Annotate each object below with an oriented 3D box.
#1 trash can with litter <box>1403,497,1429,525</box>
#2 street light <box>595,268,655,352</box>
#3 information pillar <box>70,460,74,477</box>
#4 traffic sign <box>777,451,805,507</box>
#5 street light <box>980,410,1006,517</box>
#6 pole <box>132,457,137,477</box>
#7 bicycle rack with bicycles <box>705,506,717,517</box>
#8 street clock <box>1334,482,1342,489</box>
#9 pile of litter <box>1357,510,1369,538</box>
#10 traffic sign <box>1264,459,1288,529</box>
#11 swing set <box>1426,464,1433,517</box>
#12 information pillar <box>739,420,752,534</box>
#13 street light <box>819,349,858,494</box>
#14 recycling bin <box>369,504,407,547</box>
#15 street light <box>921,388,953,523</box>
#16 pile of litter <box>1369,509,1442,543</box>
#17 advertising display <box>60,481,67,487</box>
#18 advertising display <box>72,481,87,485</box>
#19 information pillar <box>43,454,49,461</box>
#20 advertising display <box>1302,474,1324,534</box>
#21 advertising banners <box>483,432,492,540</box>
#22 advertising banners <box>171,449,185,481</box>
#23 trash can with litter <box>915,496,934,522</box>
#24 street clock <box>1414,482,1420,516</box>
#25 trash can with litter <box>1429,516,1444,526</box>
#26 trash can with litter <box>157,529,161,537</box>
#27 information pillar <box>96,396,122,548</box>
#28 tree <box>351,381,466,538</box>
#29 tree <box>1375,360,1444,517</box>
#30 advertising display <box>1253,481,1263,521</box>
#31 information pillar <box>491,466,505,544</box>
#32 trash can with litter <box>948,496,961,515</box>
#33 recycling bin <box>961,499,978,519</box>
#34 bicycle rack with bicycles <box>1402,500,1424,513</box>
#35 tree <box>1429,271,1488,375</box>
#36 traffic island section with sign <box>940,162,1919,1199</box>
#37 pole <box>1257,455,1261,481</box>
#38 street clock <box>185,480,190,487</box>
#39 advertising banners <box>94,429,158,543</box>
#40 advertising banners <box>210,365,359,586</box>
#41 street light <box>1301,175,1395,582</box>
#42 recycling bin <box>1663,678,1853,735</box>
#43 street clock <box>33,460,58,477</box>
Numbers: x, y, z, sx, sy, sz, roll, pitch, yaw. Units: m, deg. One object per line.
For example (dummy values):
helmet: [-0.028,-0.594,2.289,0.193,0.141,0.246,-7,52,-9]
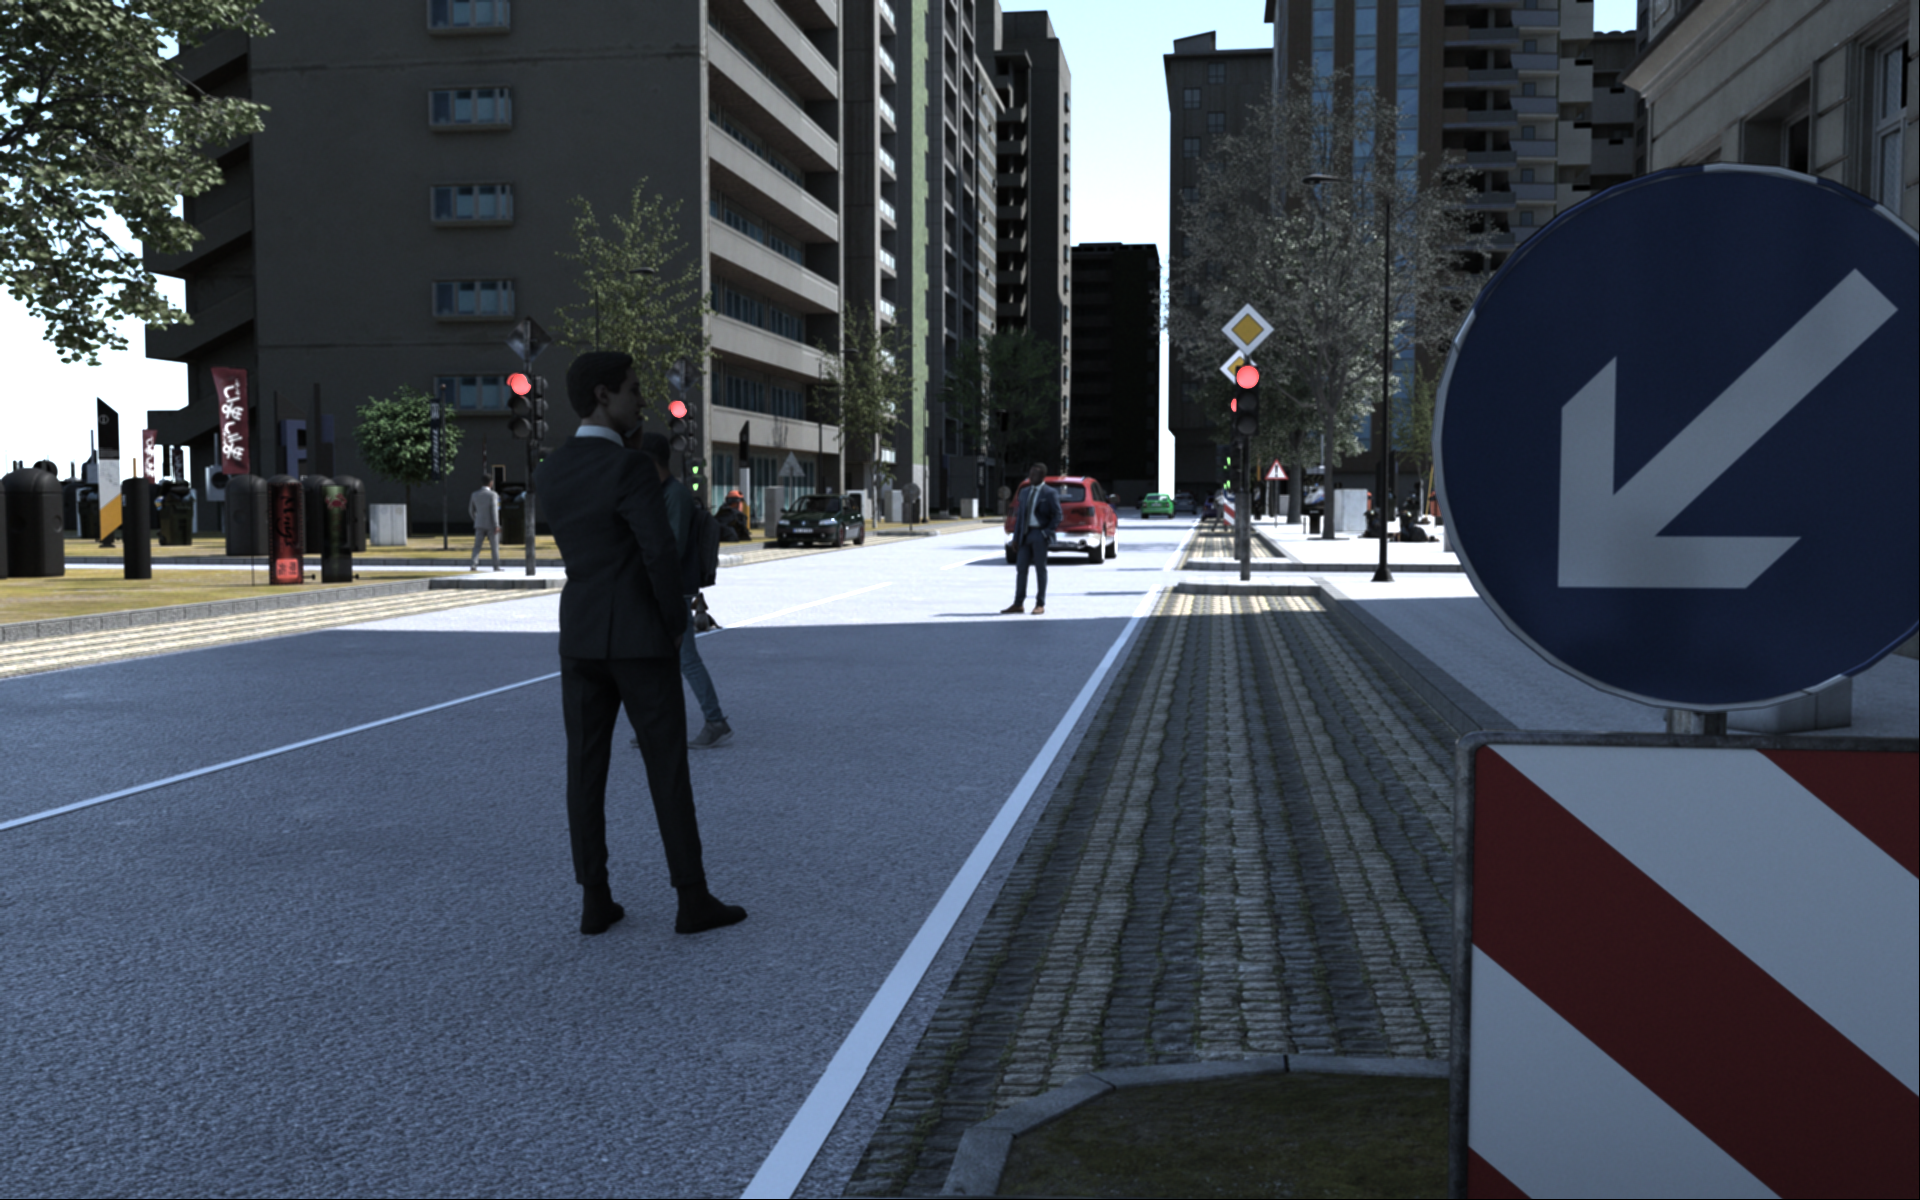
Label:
trash can with litter: [19.137,-3.734,72.441,1.055,1.170,0.624,-1,4,-17]
street light: [-6.961,-3.870,35.810,1.470,5.913,1.316,1,4,8]
information pillar: [-61.078,-7.822,119.236,0.183,3.616,0.504,-1,4,-8]
traffic sign: [-5.064,-3.175,51.913,0.884,2.594,0.081,1,4,14]
street light: [1.827,-7.559,96.136,1.470,5.913,1.316,1,4,8]
pole: [-45.731,-6.249,96.019,0.158,3.312,0.155,0,3,0]
bicycle rack with bicycles: [-7.679,-2.368,52.096,2.925,0.926,2.852,2,4,31]
street clock: [22.599,-6.055,103.573,0.471,2.002,0.358,-3,4,-36]
pile of litter: [12.236,-2.236,50.520,1.176,0.858,1.719,0,4,-5]
traffic sign: [11.659,-3.905,63.849,0.884,2.594,0.081,1,4,10]
swing set: [25.059,-5.413,86.128,3.119,2.851,2.862,0,4,2]
information pillar: [-6.853,-3.903,55.165,0.183,3.616,0.504,-3,4,-37]
street light: [-3.961,-5.088,55.726,1.470,5.913,1.316,1,4,8]
recycling bin: [-14.114,-1.846,42.739,0.722,1.027,0.722,-2,4,-33]
street light: [-1.022,-6.324,75.938,1.470,5.913,1.316,1,4,8]
pile of litter: [12.068,-1.983,46.384,1.176,0.858,1.719,-2,4,-31]
advertising display: [-43.152,-4.739,82.704,0.974,1.923,0.123,-3,4,-38]
advertising display: [-42.811,-4.854,84.570,0.123,1.923,0.974,2,4,35]
information pillar: [-53.112,-6.704,100.965,0.183,3.616,0.504,-2,4,-25]
advertising display: [11.416,-3.086,55.674,0.123,1.923,0.974,-3,4,-38]
advertising banners: [-13.221,-3.201,48.523,0.090,3.025,2.074,-1,4,-20]
advertising banners: [-29.776,-4.368,67.598,2.074,3.025,0.090,0,4,7]
trash can with litter: [-1.907,-4.309,81.516,1.678,1.210,2.233,0,4,-5]
street clock: [27.146,-5.997,102.626,0.471,2.002,0.358,-2,4,-35]
trash can with litter: [19.536,-3.608,70.380,0.624,1.170,1.055,1,4,21]
trash can with litter: [-23.316,-2.426,51.057,1.055,1.170,0.624,2,4,32]
information pillar: [-20.354,-3.062,41.411,0.504,3.616,0.183,-2,4,-34]
tree: [-16.096,-4.099,50.741,4.285,4.588,4.351,0,3,0]
tree: [25.073,-8.813,94.453,4.737,8.622,4.395,0,3,0]
advertising display: [14.509,-4.842,84.385,0.123,1.923,0.974,-1,4,-10]
information pillar: [-11.926,-2.463,44.769,0.304,2.012,0.304,-1,4,-22]
trash can with litter: [-0.245,-5.757,105.189,2.233,1.210,1.678,0,4,-7]
recycling bin: [0.488,-4.760,90.380,0.722,1.027,0.722,1,4,23]
bicycle rack with bicycles: [26.726,-5.279,99.693,2.852,0.926,2.925,1,4,19]
tree: [17.362,-6.503,56.678,4.360,8.622,3.978,0,3,0]
traffic island section with sign: [0.917,0.351,2.886,1.989,1.847,2.006,1,4,8]
pole: [15.505,-5.878,89.953,0.158,3.312,0.155,0,3,0]
street clock: [-39.944,-5.177,89.220,0.358,2.002,0.471,3,5,40]
advertising banners: [-22.016,-3.036,45.819,0.090,3.025,2.074,1,4,22]
advertising banners: [-9.483,-1.724,24.377,0.090,3.025,2.074,3,5,43]
street light: [5.670,-3.228,25.316,1.470,5.913,1.316,1,4,8]
recycling bin: [4.455,0.177,9.664,0.722,1.027,0.722,-2,4,-30]
street clock: [-19.659,-1.999,37.259,0.471,2.002,0.358,1,4,11]
